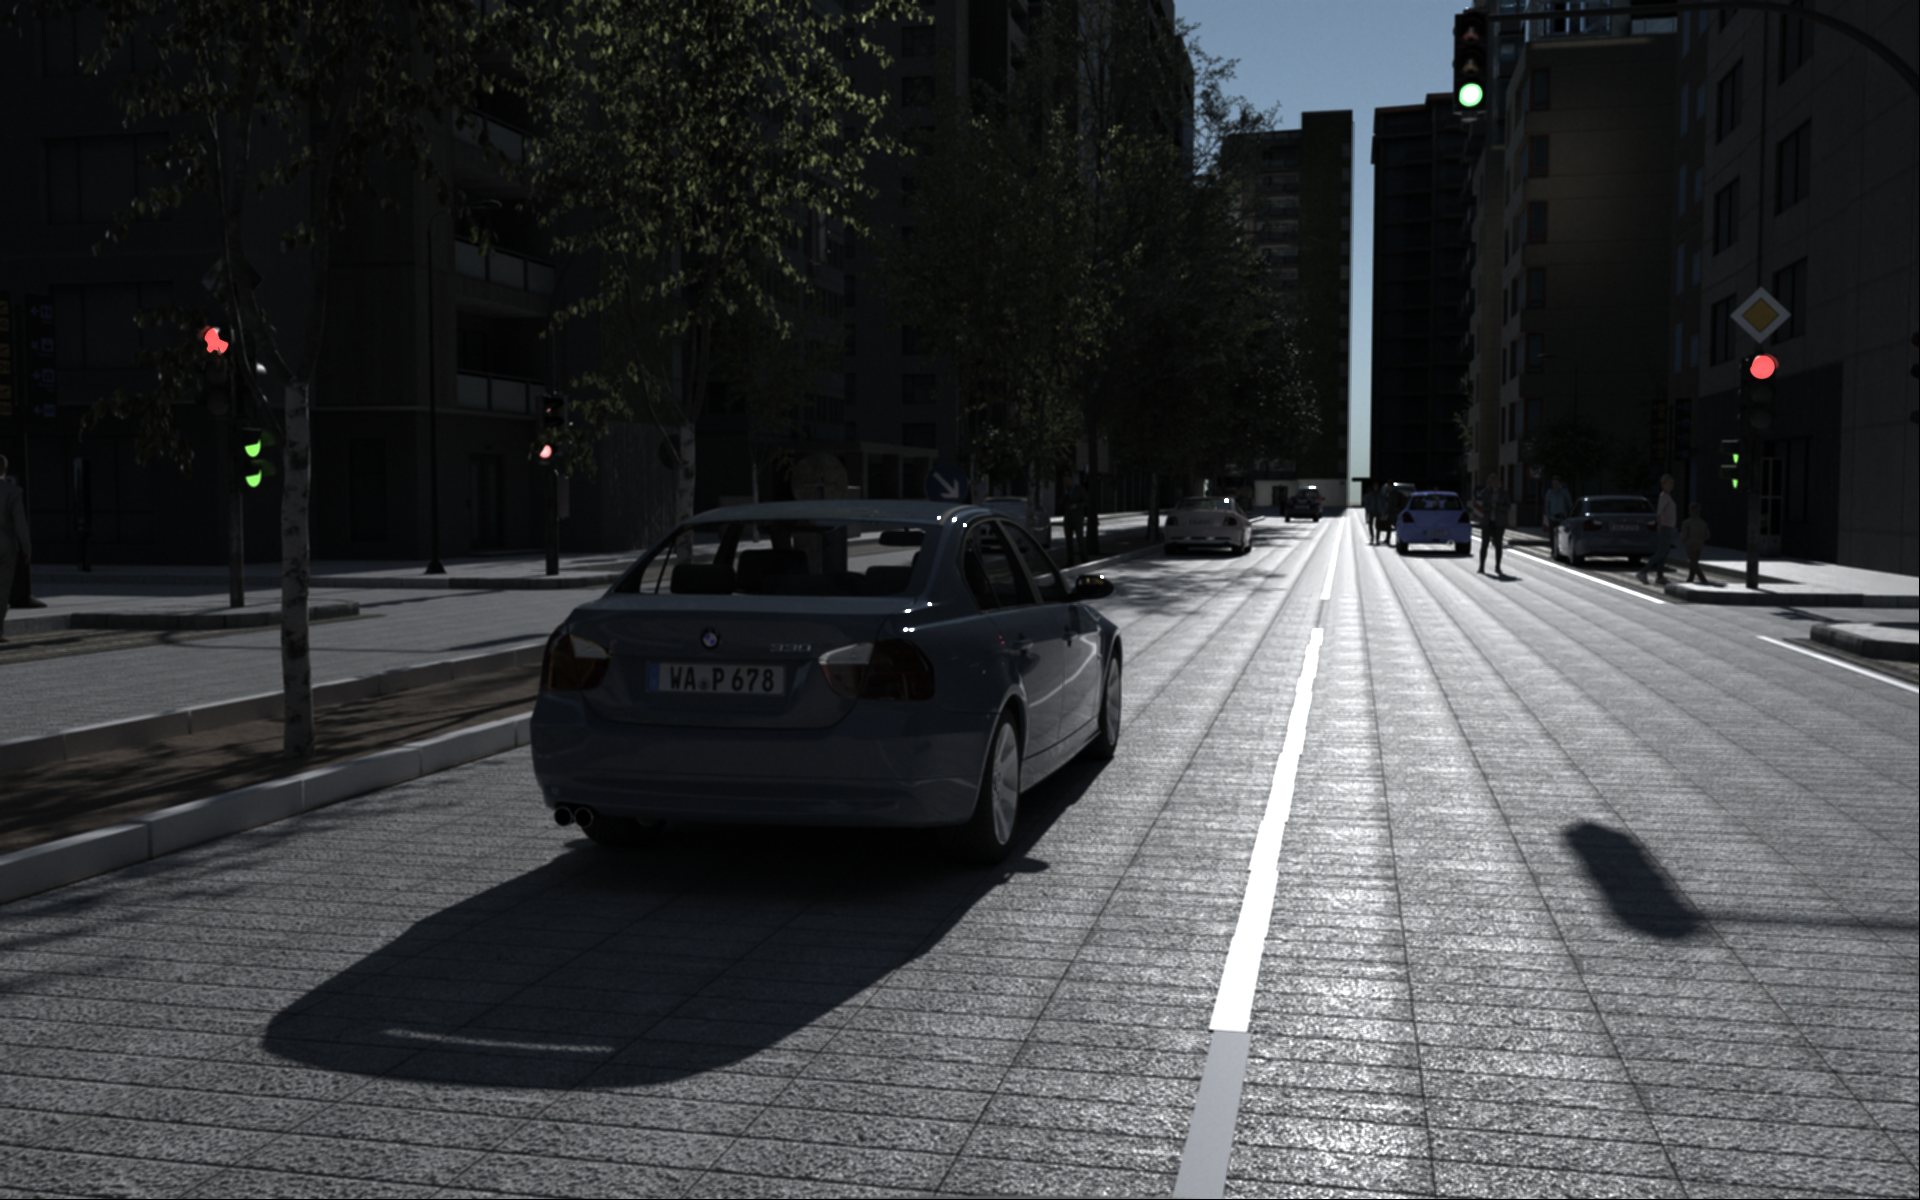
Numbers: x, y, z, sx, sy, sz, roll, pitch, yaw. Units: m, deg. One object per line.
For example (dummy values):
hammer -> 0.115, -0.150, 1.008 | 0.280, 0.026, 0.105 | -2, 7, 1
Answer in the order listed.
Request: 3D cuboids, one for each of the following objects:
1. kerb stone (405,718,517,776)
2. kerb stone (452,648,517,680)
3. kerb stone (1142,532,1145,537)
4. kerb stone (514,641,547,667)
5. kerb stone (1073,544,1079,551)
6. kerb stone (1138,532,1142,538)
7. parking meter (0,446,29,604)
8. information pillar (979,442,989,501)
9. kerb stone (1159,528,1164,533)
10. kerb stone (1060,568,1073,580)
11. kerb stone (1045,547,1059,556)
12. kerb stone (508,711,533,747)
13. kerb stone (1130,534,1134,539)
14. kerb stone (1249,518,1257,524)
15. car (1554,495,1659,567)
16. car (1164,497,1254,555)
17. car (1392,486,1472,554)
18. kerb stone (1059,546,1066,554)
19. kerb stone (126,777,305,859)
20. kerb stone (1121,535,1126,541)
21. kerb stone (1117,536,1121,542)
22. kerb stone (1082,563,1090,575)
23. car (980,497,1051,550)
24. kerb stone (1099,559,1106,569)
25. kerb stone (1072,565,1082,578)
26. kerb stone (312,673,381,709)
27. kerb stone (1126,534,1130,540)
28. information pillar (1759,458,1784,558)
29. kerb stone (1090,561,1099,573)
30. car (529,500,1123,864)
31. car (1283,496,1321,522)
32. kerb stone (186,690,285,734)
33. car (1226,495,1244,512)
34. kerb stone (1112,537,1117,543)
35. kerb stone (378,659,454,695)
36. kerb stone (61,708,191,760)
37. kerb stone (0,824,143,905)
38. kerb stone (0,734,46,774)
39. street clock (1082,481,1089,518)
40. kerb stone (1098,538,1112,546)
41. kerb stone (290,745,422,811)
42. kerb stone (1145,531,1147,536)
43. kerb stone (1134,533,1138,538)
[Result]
kerb stone -> -2.682, 0.788, 9.305 | 0.120, 0.150, 1.000 | 1, 4, 13
kerb stone -> -3.828, 0.518, 13.762 | 0.120, 0.150, 1.000 | 1, 4, 13
kerb stone -> 5.926, -2.147, 57.324 | 0.120, 0.150, 1.000 | 1, 4, 13
kerb stone -> -3.607, 0.455, 14.760 | 0.120, 0.150, 1.000 | 1, 4, 13
kerb stone -> 2.779, -1.291, 43.305 | 0.120, 0.150, 1.000 | 1, 4, 13
kerb stone -> 5.709, -2.087, 56.324 | 0.120, 0.150, 1.000 | 1, 4, 13
parking meter -> -11.115, -0.889, 20.246 | 0.399, 1.863, 0.255 | -3, 4, -37
information pillar -> 0.988, -4.962, 72.484 | 0.183, 3.616, 0.504 | -3, 5, -44
kerb stone -> 7.721, -2.638, 65.327 | 0.120, 0.150, 1.000 | 1, 4, 13
kerb stone -> 1.697, -0.407, 28.844 | 0.120, 0.150, 1.000 | 1, 4, 13
kerb stone -> 2.107, -1.103, 40.299 | 0.120, 0.150, 1.000 | 1, 4, 13
kerb stone -> -2.451, 0.727, 10.303 | 0.120, 0.150, 1.000 | 1, 4, 13
kerb stone -> 5.251, -1.957, 54.320 | 0.120, 0.150, 1.000 | 1, 4, 13
kerb stone -> 14.702, -3.956, 86.872 | 0.120, 0.150, 1.000 | 1, 4, 13
car -> 13.235, -1.428, 35.357 | 2.014, 1.417, 4.499 | 1, 4, 13
car -> 6.055, -1.816, 42.053 | 2.083, 1.381, 4.827 | 1, 4, 13
car -> 11.645, -2.024, 42.686 | 1.945, 1.707, 3.694 | 1, 4, 12
kerb stone -> 2.333, -1.168, 41.296 | 0.120, 0.150, 1.000 | 1, 4, 13
kerb stone -> -3.120, 0.911, 7.302 | 0.120, 0.150, 1.000 | 1, 4, 13
kerb stone -> 4.807, -1.841, 52.318 | 0.120, 0.150, 1.000 | 1, 4, 13
kerb stone -> 4.580, -1.781, 51.316 | 0.120, 0.150, 1.000 | 1, 4, 13
kerb stone -> 2.145, -0.529, 30.848 | 0.120, 0.150, 1.000 | 1, 4, 13
car -> 1.148, -1.910, 43.589 | 2.083, 1.381, 4.827 | 1, 4, 12
kerb stone -> 2.592, -0.651, 32.844 | 0.120, 0.150, 1.000 | 1, 4, 13
kerb stone -> 1.923, -0.468, 29.846 | 0.120, 0.150, 1.000 | 1, 4, 13
kerb stone -> -4.281, 0.641, 11.769 | 0.120, 0.150, 1.000 | 1, 4, 13
kerb stone -> 5.030, -1.903, 53.315 | 0.120, 0.150, 1.000 | 1, 4, 13
information pillar -> 16.390, -1.865, 34.992 | 0.304, 2.012, 0.304 | -1, 4, -11
kerb stone -> 2.372, -0.590, 31.845 | 0.120, 0.150, 1.000 | 1, 4, 13
car -> -0.352, 0.237, 8.135 | 2.014, 1.417, 4.499 | 1, 4, 14
car -> 17.818, -4.754, 90.307 | 1.945, 1.354, 3.894 | 1, 4, 11
kerb stone -> -4.507, 0.699, 10.772 | 0.120, 0.150, 1.000 | 1, 4, 13
car -> 20.229, -7.146, 129.422 | 1.945, 1.354, 3.894 | 1, 4, 14
kerb stone -> 4.363, -1.720, 50.312 | 0.120, 0.150, 1.000 | 1, 4, 13
kerb stone -> -4.055, 0.577, 12.766 | 0.120, 0.150, 1.000 | 1, 4, 13
kerb stone -> -4.732, 0.760, 9.770 | 0.120, 0.150, 1.000 | 1, 4, 13
kerb stone -> -3.347, 0.983, 6.307 | 0.120, 0.150, 1.000 | 1, 4, 13
kerb stone -> -4.955, 0.821, 8.772 | 0.120, 0.150, 1.000 | 1, 4, 13
street clock -> 6.915, -5.509, 94.645 | 0.471, 2.002, 0.358 | -2, 4, -31
kerb stone -> 4.130, -1.655, 49.317 | 0.120, 0.150, 1.000 | 1, 4, 13
kerb stone -> -2.906, 0.856, 8.302 | 0.120, 0.150, 1.000 | 1, 4, 13
kerb stone -> 6.155, -2.209, 58.321 | 0.120, 0.150, 1.000 | 1, 4, 13
kerb stone -> 5.483, -2.026, 55.315 | 0.120, 0.150, 1.000 | 1, 4, 13
